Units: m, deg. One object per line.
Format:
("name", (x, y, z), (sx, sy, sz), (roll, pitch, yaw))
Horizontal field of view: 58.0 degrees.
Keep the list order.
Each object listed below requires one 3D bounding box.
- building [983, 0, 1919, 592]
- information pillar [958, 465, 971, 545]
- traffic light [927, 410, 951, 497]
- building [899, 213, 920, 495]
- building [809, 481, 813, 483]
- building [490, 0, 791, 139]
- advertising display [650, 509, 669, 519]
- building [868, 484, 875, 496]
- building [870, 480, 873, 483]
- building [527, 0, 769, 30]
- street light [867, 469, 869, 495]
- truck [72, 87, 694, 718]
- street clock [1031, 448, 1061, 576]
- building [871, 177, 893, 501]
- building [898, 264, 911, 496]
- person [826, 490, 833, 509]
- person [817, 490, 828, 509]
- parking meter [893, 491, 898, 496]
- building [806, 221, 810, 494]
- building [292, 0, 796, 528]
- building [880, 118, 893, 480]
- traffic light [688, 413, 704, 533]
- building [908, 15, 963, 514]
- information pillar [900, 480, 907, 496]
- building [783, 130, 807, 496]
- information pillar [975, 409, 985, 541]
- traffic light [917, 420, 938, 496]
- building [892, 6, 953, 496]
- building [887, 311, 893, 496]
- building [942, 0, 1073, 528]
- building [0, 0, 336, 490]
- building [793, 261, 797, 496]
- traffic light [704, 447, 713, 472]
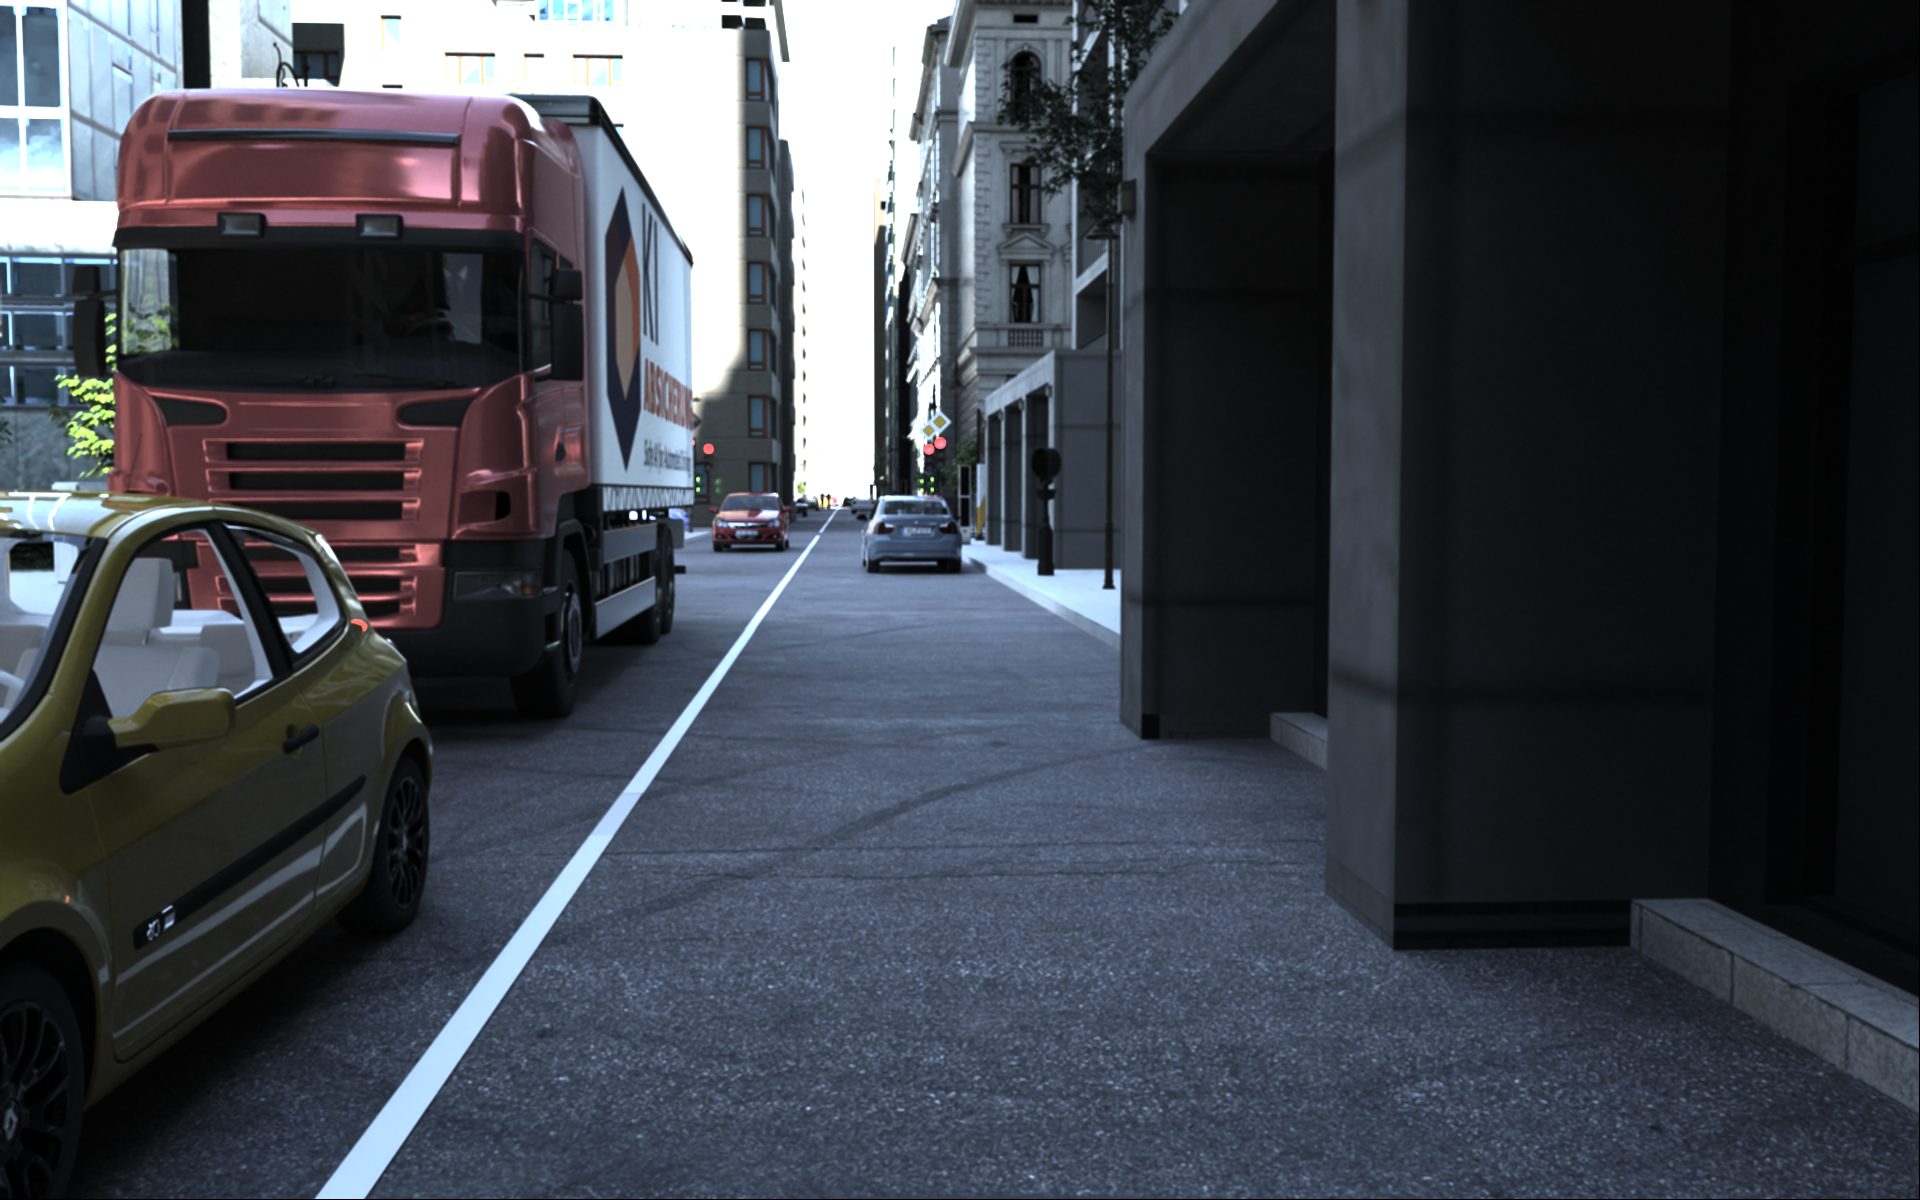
("building", (11.479, -36.342, 32.447), (20.563, 71.187, 20.611), (0, 4, -4))
("information pillar", (0.117, -2.417, 44.012), (0.304, 2.012, 0.304), (0, 4, -4))
("traffic light", (-0.696, -4.229, 58.066), (0.839, 4.253, 0.868), (0, 4, -4))
("building", (2.087, -17.052, 114.957), (11.583, 22.565, 21.152), (0, 4, -4))
("building", (-35.469, -40.034, 274.167), (23.786, 49.044, 30.456), (0, 4, -4))
("building", (-32.580, -36.366, 183.826), (28.713, 52.752, 27.495), (0, 4, -4))
("advertising display", (-8.916, -2.828, 51.454), (0.123, 1.923, 0.974), (1, 4, 18))
("building", (0.858, -36.527, 289.102), (32.217, 40.220, 23.993), (0, 4, -4))
("building", (-1.658, -39.256, 261.441), (23.786, 49.044, 30.456), (0, 4, -4))
("building", (-26.723, -51.436, 153.646), (22.319, 86.520, 31.000), (0, 4, -4))
("street light", (-13.676, -17.920, 265.784), (0.468, 5.910, 1.993), (0, 4, -4))
("truck", (-3.900, -1.559, 14.405), (2.839, 4.237, 11.283), (0, 4, -4))
("street clock", (1.353, -1.387, 27.250), (0.358, 2.002, 0.471), (-3, 4, -37))
("building", (-5.007, -36.018, 239.007), (14.600, 45.320, 14.200), (0, 4, -4))
("building", (1.634, -18.595, 133.713), (12.332, 23.373, 15.834), (0, 4, -4))
("person", (-12.726, -9.770, 168.332), (0.705, 1.812, 1.348), (-2, 4, -33))
("person", (-13.010, -9.475, 163.433), (1.348, 1.823, 0.705), (2, 4, 26))
("parking meter", (-4.909, -7.510, 131.191), (0.372, 1.533, 0.369), (0, 3, 0))
("building", (-29.168, -34.751, 251.775), (14.154, 41.232, 14.086), (0, 4, -4))
("building", (-21.782, -14.268, 78.320), (27.650, 21.520, 28.899), (0, 4, -4))
("building", (2.707, -35.616, 201.934), (23.786, 49.044, 30.456), (0, 4, -4))
("traffic light", (-8.940, -4.196, 57.520), (0.839, 4.253, 0.868), (0, 4, -4))
("building", (3.917, -17.987, 91.349), (12.463, 27.353, 25.104), (0, 4, -4))
("information pillar", (-3.011, -5.403, 92.824), (0.304, 2.012, 0.304), (1, 4, 9))
("building", (-31.642, -37.281, 233.244), (21.300, 48.544, 21.600), (0, 4, -4))
("information pillar", (0.578, -3.447, 47.706), (0.183, 3.616, 0.504), (1, 4, 20))
("traffic light", (-1.211, -4.716, 66.034), (0.839, 4.253, 0.868), (0, 4, -4))
("building", (1.130, -28.516, 149.831), (14.154, 41.232, 14.086), (0, 4, -4))
("building", (6.902, -20.038, 172.658), (27.650, 21.520, 28.899), (0, 4, -4))
("building", (9.518, -14.807, 70.973), (19.941, 23.489, 11.050), (0, 4, -4))
("building", (-32.021, -44.827, 45.596), (31.000, 86.520, 22.319), (0, 4, -4))
("building", (-26.745, -26.554, 205.851), (14.160, 30.474, 14.107), (0, 4, -4))
("traffic light", (-9.454, -4.683, 65.489), (0.839, 4.253, 0.868), (0, 4, -4))
